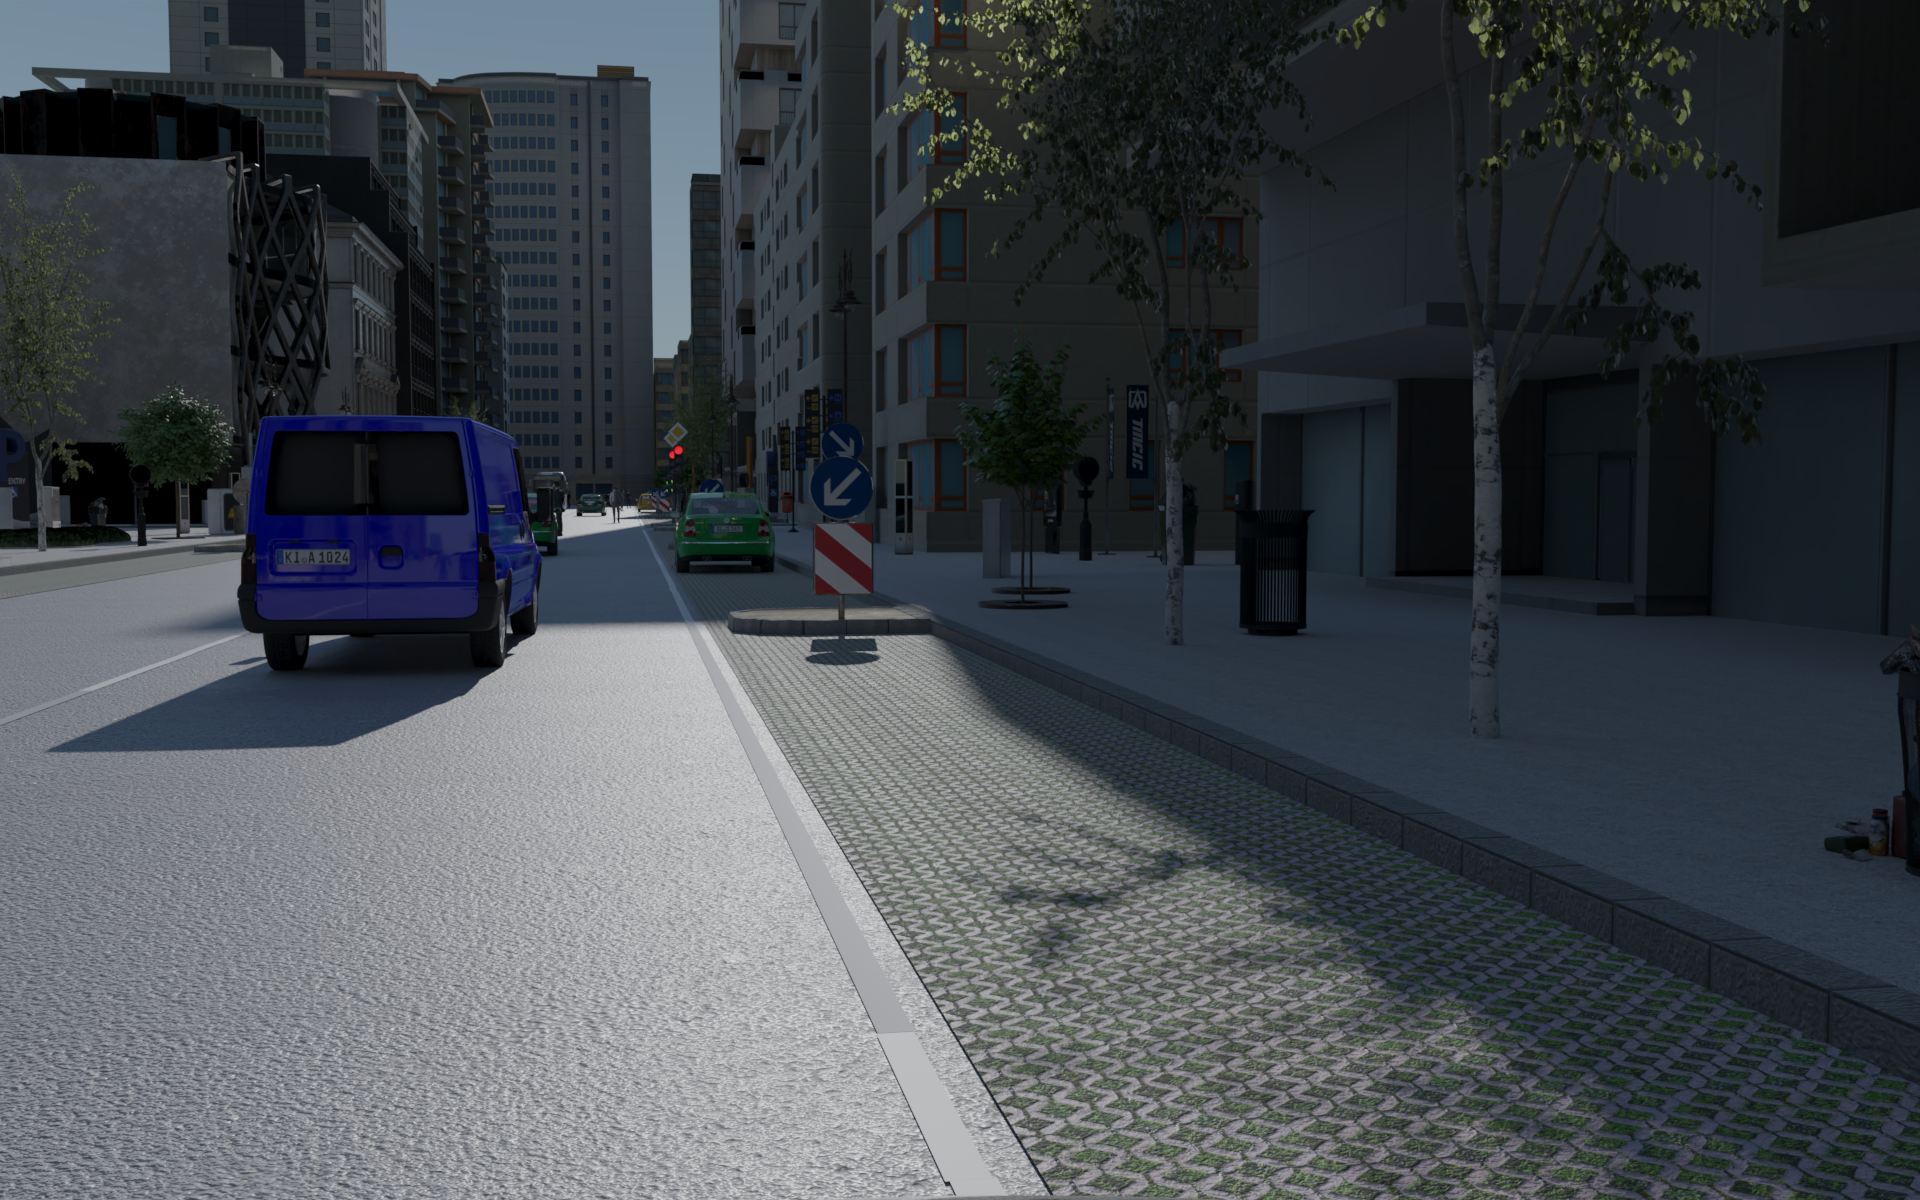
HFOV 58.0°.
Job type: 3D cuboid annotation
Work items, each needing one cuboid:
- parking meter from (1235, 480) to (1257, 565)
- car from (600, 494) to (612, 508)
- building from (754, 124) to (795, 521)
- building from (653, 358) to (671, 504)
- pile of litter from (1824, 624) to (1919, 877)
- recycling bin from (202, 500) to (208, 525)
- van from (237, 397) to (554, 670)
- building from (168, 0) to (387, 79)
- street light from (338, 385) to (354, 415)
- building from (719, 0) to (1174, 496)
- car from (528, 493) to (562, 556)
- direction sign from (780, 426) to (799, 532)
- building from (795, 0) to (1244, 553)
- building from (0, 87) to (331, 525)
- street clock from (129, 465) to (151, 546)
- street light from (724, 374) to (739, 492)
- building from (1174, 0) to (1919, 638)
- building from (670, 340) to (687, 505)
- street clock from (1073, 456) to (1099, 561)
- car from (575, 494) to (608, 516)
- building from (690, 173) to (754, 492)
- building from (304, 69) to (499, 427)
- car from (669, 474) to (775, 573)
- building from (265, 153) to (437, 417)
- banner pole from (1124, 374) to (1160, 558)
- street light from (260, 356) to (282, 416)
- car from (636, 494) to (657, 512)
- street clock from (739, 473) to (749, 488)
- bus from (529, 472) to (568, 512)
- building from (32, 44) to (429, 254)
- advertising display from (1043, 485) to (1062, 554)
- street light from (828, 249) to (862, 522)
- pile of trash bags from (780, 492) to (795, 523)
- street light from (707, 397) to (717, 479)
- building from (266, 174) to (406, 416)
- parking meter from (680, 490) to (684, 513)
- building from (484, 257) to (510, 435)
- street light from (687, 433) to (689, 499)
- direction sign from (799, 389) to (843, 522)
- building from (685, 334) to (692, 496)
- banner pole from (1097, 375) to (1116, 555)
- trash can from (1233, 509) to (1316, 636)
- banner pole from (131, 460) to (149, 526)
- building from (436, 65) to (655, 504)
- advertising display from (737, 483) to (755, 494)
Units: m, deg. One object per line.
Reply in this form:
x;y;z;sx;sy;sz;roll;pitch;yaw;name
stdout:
5.177;-1.404;31.374;0.372;1.533;0.369;0;3;0;parking meter
-37.614;-10.591;182.952;2.009;1.686;4.222;-1;4;-12;car
4.264;-15.283;94.914;28.899;21.520;27.650;-1;4;-11;building
-29.305;-24.720;249.208;28.899;21.520;27.650;-1;4;-11;building
3.620;0.497;5.847;1.176;0.858;1.719;1;4;16;pile of litter
-31.241;-3.659;72.385;0.722;1.027;0.722;-2;4;-32;recycling bin
-4.978;-0.701;15.849;2.240;2.365;5.245;-1;4;-9;van
-78.510;-46.746;202.549;20.611;71.187;20.563;-1;4;-11;building
-26.101;-6.174;73.740;0.468;5.910;1.993;-1;4;-11;street light
-2.936;-32.702;123.916;28.713;52.752;27.495;-1;4;-11;building
-10.541;-1.999;41.473;1.959;1.807;4.718;-1;4;-13;car
-5.591;-4.038;58.022;0.876;3.537;0.379;1;4;11;direction sign
10.111;-12.783;54.036;27.650;21.520;28.899;-1;4;-11;building
-38.457;-13.024;80.393;16.820;18.784;16.811;-1;4;-11;building
-20.152;-2.327;42.618;0.471;2.002;0.358;-2;4;-34;street clock
-8.812;-5.755;66.885;0.468;5.910;1.993;-1;4;-11;street light
18.208;-26.215;17.847;28.713;52.752;27.495;-1;4;-11;building
-20.572;-22.397;211.226;27.650;21.520;28.899;-1;4;-11;building
2.420;-1.758;33.307;0.471;2.002;0.358;-2;4;-26;street clock
-24.071;-6.200;113.161;2.131;1.459;4.920;-1;4;-9;car
-17.791;-23.730;159.686;14.160;30.474;14.107;-1;4;-11;building
-60.570;-32.243;181.797;22.147;44.769;28.867;-1;4;-11;building
-4.510;-1.469;32.816;1.959;1.807;4.718;-1;4;-10;car
-43.953;-17.837;121.319;12.332;23.373;15.834;-1;4;-11;building
3.735;-2.748;34.940;0.863;3.779;0.401;-1;4;-8;banner pole
-23.089;-5.221;58.150;0.468;5.910;1.993;-1;4;-11;street light
-24.966;-7.862;138.767;2.015;1.641;3.980;-1;4;-11;car
-7.475;-3.396;60.089;0.358;2.002;0.471;1;4;10;street clock
-33.403;-8.940;141.024;2.948;3.499;13.247;-1;4;-12;bus
-61.323;-28.309;154.725;32.217;40.220;23.993;-1;4;-11;building
1.987;-1.959;37.236;0.123;1.923;0.974;-1;4;-14;advertising display
-2.169;-3.671;32.816;0.468;5.910;1.993;-1;4;-11;street light
-8.968;-4.038;75.769;3.447;1.369;1.912;0;4;-6;pile of trash bags
-11.790;-6.714;82.562;0.468;5.910;1.993;-1;4;-11;street light
-39.982;-14.663;104.364;10.561;19.102;19.286;-1;4;-11;building
-19.343;-6.828;120.050;0.372;1.533;0.369;0;3;0;parking meter
-62.108;-26.832;210.402;14.107;30.474;14.160;-1;4;-11;building
-18.233;-8.748;115.811;0.468;5.910;1.993;-1;4;-11;street light
-2.935;-2.778;37.421;0.876;3.537;0.379;1;4;18;direction sign
-14.083;-20.642;182.531;27.650;21.520;28.899;-1;4;-11;building
3.130;-2.826;36.221;0.401;3.779;0.863;0;4;-7;banner pole
2.865;-0.255;15.831;0.748;1.137;0.748;0;3;0;trash can
-33.520;-4.939;70.776;0.401;3.779;0.863;2;4;27;banner pole
-56.956;-42.678;239.780;28.212;58.520;21.231;-1;4;-11;building
-12.105;-5.672;97.945;0.974;1.923;0.123;0;4;1;advertising display
